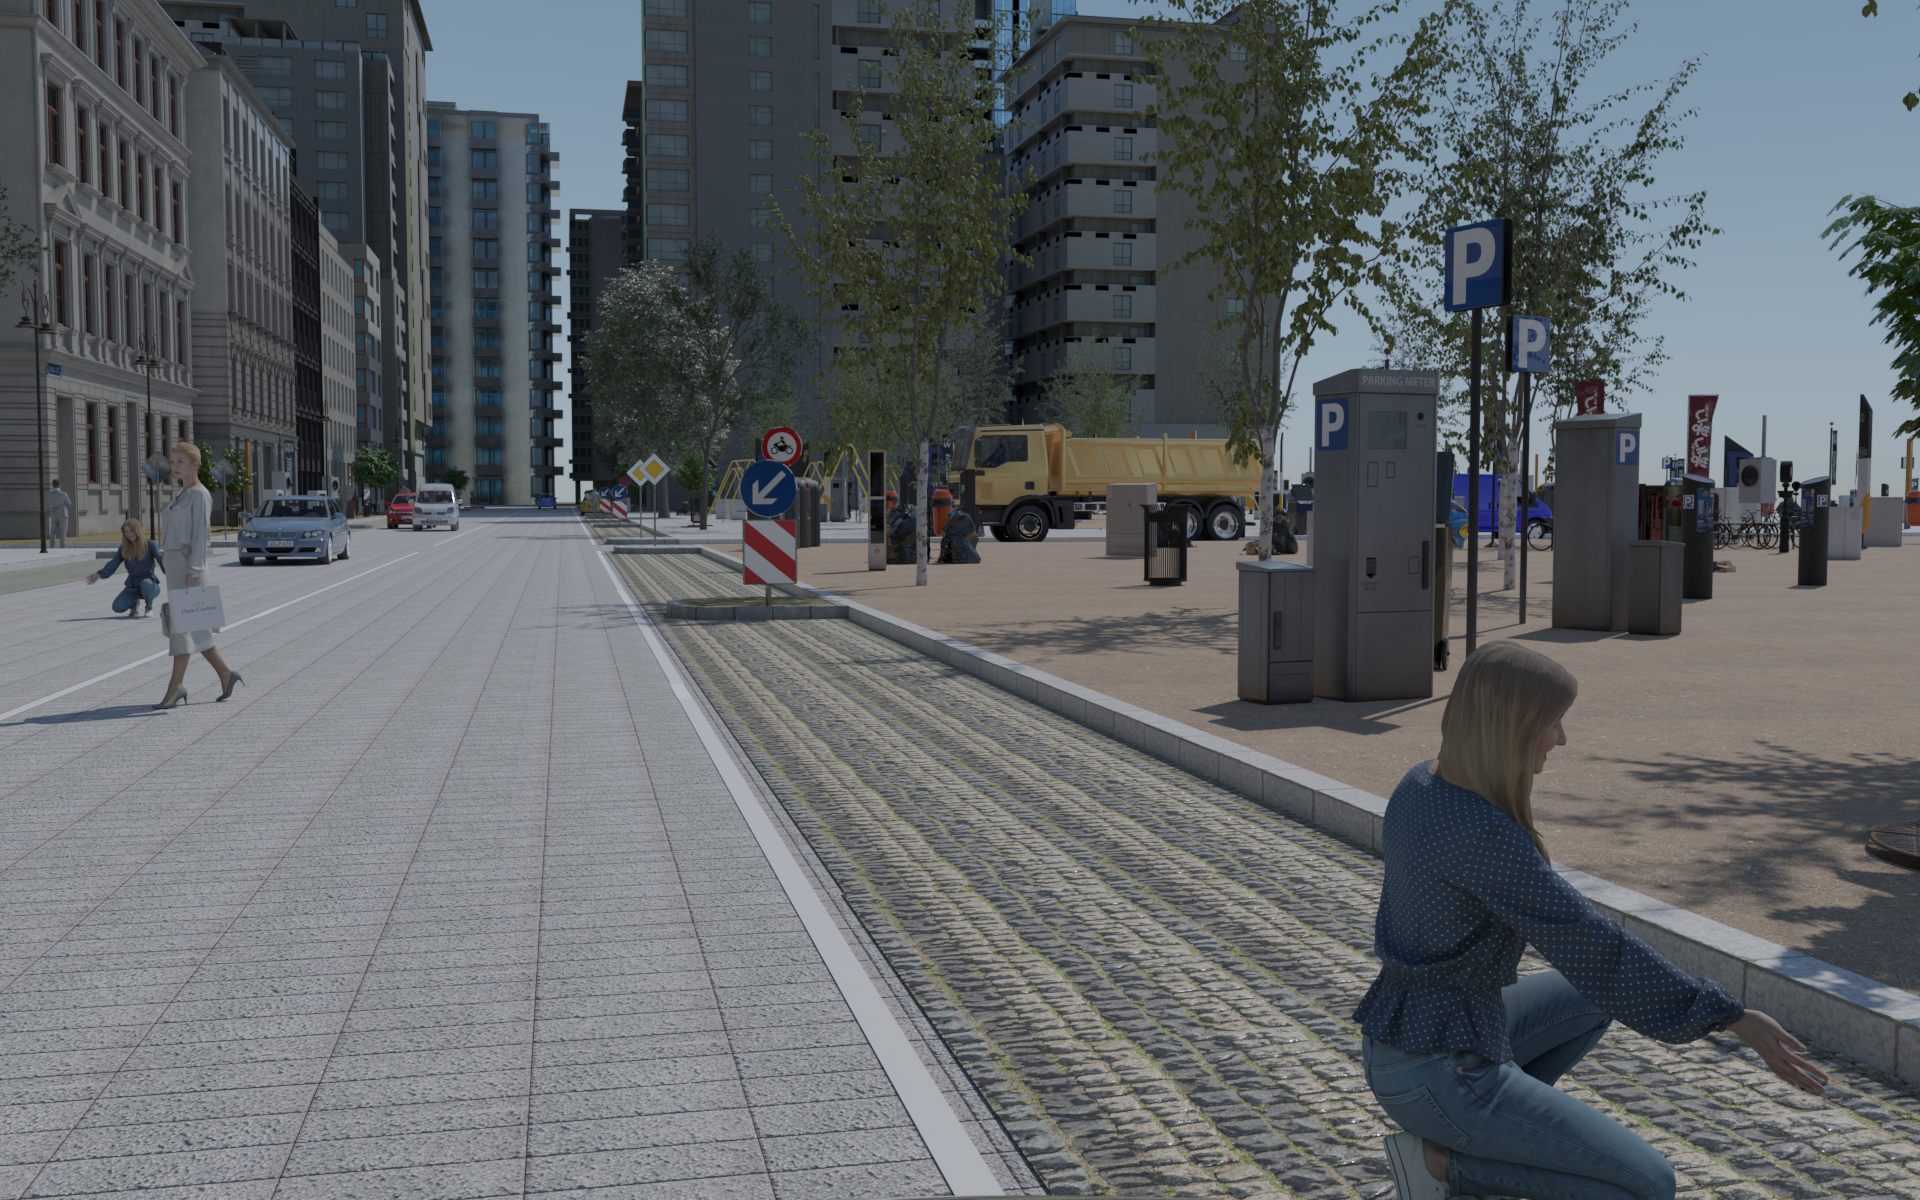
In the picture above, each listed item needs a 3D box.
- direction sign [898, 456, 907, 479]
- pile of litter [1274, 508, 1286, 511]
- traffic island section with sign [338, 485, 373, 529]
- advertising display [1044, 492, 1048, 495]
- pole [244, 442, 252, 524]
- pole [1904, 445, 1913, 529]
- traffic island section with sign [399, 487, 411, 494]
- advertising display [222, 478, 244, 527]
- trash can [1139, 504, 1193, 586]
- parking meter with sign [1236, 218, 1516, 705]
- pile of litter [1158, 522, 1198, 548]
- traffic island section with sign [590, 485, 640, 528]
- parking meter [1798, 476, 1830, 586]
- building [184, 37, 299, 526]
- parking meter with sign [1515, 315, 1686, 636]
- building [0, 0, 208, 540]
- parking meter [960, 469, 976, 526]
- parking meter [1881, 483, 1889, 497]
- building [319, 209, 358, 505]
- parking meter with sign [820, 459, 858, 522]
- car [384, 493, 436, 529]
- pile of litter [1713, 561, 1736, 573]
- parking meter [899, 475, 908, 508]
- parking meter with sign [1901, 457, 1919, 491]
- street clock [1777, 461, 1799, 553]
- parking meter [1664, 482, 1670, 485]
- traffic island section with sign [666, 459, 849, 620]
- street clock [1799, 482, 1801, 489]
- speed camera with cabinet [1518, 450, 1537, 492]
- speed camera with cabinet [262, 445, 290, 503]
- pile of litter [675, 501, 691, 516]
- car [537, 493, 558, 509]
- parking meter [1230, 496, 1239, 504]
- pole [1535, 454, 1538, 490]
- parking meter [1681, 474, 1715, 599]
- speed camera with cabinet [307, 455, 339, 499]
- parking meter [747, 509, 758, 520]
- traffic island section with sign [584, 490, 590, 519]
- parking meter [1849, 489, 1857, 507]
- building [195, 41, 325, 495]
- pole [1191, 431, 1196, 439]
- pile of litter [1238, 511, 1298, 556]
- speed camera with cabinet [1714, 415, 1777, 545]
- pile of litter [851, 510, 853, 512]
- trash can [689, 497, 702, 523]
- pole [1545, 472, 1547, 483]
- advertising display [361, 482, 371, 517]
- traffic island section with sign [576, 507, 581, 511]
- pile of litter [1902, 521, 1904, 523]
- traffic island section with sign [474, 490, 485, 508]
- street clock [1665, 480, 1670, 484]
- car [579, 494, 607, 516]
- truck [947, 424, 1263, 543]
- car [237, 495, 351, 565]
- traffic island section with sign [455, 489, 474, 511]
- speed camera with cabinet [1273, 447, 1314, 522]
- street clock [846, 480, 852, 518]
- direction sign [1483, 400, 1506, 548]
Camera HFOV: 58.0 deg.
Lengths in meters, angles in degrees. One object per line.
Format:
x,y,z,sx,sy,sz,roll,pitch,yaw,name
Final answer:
-3.425,-6.804,103.238,0.379,3.537,0.876,3,4,37,direction sign
10.403,-2.570,55.983,1.719,0.858,1.176,2,4,35,pile of litter
-25.403,-3.859,71.726,1.989,1.847,2.006,-1,4,-13,traffic island section with sign
3.670,-3.750,66.518,0.974,1.923,0.123,-1,4,-22,advertising display
-27.718,-4.503,67.459,0.158,3.312,0.155,0,3,0,pole
34.904,-4.274,63.727,0.158,3.312,0.155,0,3,0,pole
-31.576,-5.511,98.739,1.989,1.847,2.006,-1,4,-13,traffic island section with sign
-28.369,-3.816,67.603,0.974,1.923,0.123,1,4,22,advertising display
2.885,-0.773,24.299,0.748,1.137,0.748,0,3,0,trash can
2.586,-0.895,10.888,1.738,3.016,0.543,-2,4,-25,parking meter with sign
4.837,-1.701,41.778,1.719,0.858,1.176,2,4,24,pile of litter
-14.725,-4.014,74.253,1.989,1.847,2.006,-1,4,-13,traffic island section with sign
11.994,-0.974,24.329,0.372,1.533,0.369,0,3,0,parking meter
-35.633,-13.895,76.340,9.793,20.994,18.267,-1,4,-13,building
6.013,-1.230,16.373,0.543,3.016,1.738,-2,4,-32,parking meter with sign
-32.748,-13.488,56.689,11.583,22.565,21.152,-1,4,-13,building
0.179,-2.144,40.762,0.255,1.863,0.399,-2,4,-25,parking meter
50.986,-5.491,95.489,0.399,1.863,0.255,-2,4,-33,parking meter
-44.344,-15.524,108.568,10.420,20.320,16.860,-1,4,-13,building
-5.558,-5.069,79.145,1.738,3.016,0.543,0,4,8,parking meter with sign
-22.918,-3.877,72.423,2.155,1.783,4.494,-1,4,-14,car
12.363,-0.924,29.077,1.176,0.858,1.719,1,4,12,pile of litter
-1.763,-2.966,54.207,0.255,1.863,0.399,0,4,-5,parking meter
44.316,-5.163,80.676,0.543,3.016,1.738,1,4,15,parking meter with sign
18.052,-2.037,37.881,0.358,2.002,0.471,2,4,30,street clock
34.541,-4.818,84.485,0.255,1.863,0.399,-2,4,-28,parking meter
-2.454,-0.725,20.485,1.989,1.847,2.006,-1,4,-13,traffic island section with sign
46.864,-5.659,97.097,0.471,2.002,0.358,3,4,37,street clock
25.663,-5.096,77.656,0.660,3.252,2.038,-1,4,-11,speed camera with cabinet
-27.089,-4.545,68.639,0.660,3.252,2.038,0,4,-6,speed camera with cabinet
-16.224,-5.467,103.353,1.719,0.858,1.176,-2,4,-26,pile of litter
-39.101,-9.445,164.018,1.945,1.707,3.694,-1,4,-14,car
12.056,-4.140,76.100,0.372,1.533,0.369,0,3,0,parking meter
29.392,-5.780,88.350,0.158,3.312,0.155,0,3,0,pole
9.043,-0.784,21.236,0.372,1.533,0.369,0,3,0,parking meter
-32.345,-5.726,87.961,0.660,3.252,2.038,1,4,11,speed camera with cabinet
-6.822,-3.135,56.973,0.399,1.863,0.255,-1,4,-22,parking meter
-20.791,-5.638,100.801,1.989,1.847,2.006,-1,4,-13,traffic island section with sign
46.502,-4.999,90.138,0.372,1.533,0.369,0,3,0,parking meter
-41.655,-16.066,92.351,12.332,23.373,15.834,-1,4,-13,building
7.510,-3.787,55.768,0.158,3.312,0.155,0,3,0,pole
6.525,-1.400,36.847,1.719,0.858,1.176,-3,4,-36,pile of litter
19.690,-3.037,43.993,0.660,3.252,2.038,-2,4,-24,speed camera with cabinet
-8.236,-6.769,124.633,1.176,0.858,1.719,1,4,21,pile of litter
-11.545,-3.945,76.149,0.748,1.137,0.748,0,3,0,trash can
46.169,-8.724,136.483,0.158,3.312,0.155,0,3,0,pole
-33.118,-5.588,96.570,0.123,1.923,0.974,0,4,3,advertising display
-31.940,-8.621,149.577,1.989,1.847,2.006,-1,4,-13,traffic island section with sign
41.952,-3.777,75.713,1.176,0.858,1.719,-1,4,-12,pile of litter
-48.612,-10.073,173.317,1.989,1.847,2.006,-1,4,-13,traffic island section with sign
37.059,-5.254,90.467,0.471,2.002,0.358,-1,4,-19,street clock
-24.626,-6.499,116.488,2.015,1.641,3.980,-1,4,-11,car
3.717,-3.260,49.223,9.791,3.379,3.469,-1,4,-12,truck
-13.965,-1.499,36.503,2.014,1.417,4.499,-1,4,-12,car
-42.580,-8.460,146.953,1.989,1.847,2.006,-1,4,-13,traffic island section with sign
13.972,-4.789,72.628,2.038,3.252,0.660,1,4,18,speed camera with cabinet
-5.893,-5.328,91.690,0.358,2.002,0.471,-2,4,-29,street clock
12.803,-3.029,41.529,0.876,3.537,0.379,-3,5,-39,direction sign
